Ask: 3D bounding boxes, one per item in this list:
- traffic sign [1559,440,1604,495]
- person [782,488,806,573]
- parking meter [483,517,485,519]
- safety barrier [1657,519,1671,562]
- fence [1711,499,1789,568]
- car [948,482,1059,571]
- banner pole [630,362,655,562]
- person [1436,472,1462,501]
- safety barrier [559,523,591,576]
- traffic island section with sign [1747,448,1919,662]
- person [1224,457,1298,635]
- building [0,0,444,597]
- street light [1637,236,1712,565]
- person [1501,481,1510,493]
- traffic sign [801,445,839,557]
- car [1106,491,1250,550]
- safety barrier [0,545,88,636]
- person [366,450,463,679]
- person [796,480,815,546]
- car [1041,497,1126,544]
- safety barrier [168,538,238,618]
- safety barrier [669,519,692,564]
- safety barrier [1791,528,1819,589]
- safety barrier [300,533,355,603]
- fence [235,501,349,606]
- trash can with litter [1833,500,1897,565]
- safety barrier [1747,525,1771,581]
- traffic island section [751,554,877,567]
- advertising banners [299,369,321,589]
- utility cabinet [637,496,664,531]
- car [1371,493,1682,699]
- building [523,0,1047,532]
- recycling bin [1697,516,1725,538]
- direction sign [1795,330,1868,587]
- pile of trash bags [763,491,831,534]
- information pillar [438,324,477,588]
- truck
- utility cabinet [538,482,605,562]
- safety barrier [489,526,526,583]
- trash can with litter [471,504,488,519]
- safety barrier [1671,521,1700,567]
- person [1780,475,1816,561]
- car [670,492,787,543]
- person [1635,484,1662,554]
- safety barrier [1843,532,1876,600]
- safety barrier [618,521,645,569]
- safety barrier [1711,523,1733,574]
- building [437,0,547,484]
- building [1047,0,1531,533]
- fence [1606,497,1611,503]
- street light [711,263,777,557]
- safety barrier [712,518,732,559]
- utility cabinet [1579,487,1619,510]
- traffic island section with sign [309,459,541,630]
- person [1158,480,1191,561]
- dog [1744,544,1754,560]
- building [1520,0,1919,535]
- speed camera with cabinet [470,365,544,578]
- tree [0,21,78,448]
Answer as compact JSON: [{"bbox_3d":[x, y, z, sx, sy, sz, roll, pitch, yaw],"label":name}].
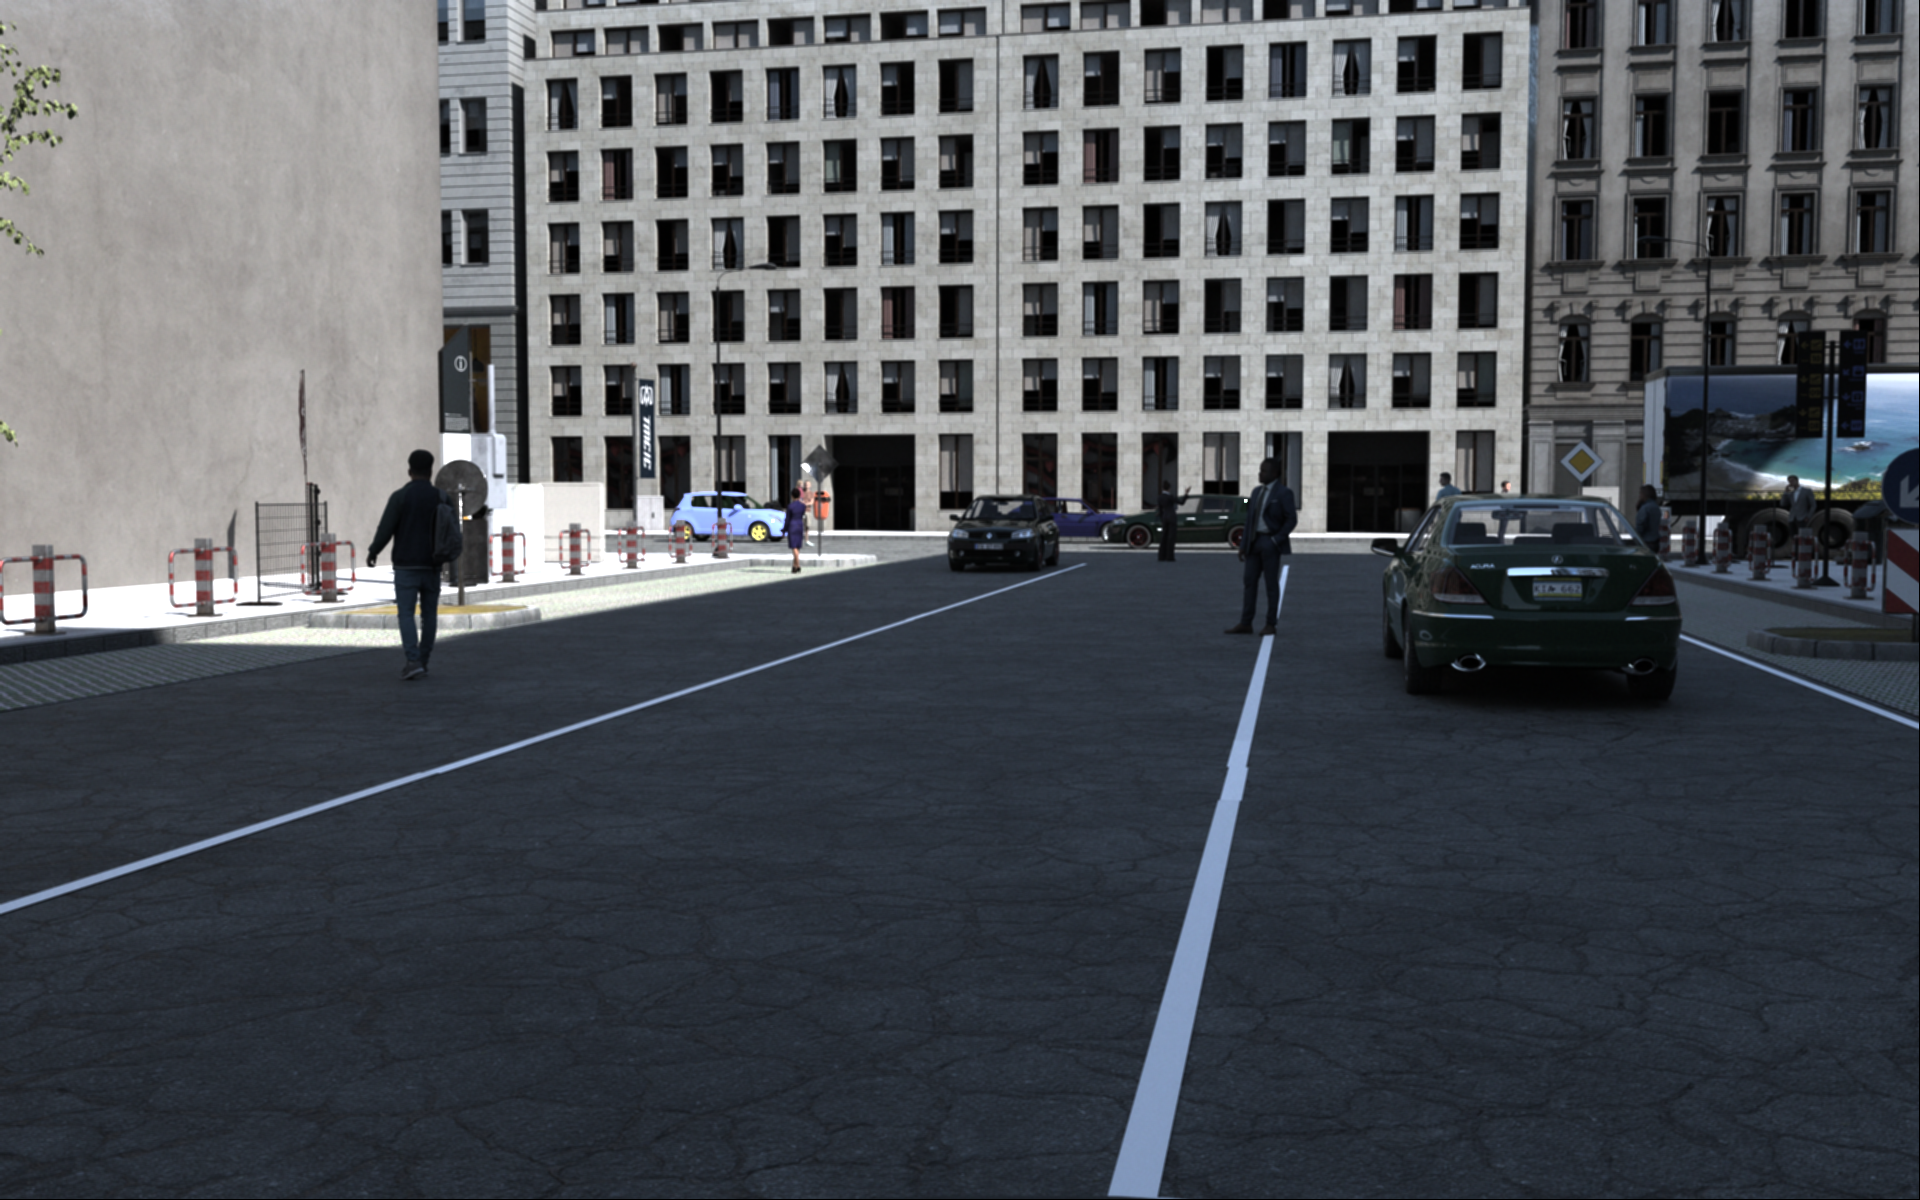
[{"bbox_3d":[11.599,-1.758,32.378,0.795,2.450,0.064,1,4,11],"label":"traffic sign"},{"bbox_3d":[-3.047,-1.248,31.273,0.546,1.535,0.453,3,4,36],"label":"person"},{"bbox_3d":[-8.983,-1.510,33.093,0.372,1.533,0.369,0,3,0],"label":"parking meter"},{"bbox_3d":[13.249,-1.122,32.627,0.300,0.817,1.120,1,4,11],"label":"safety barrier"},{"bbox_3d":[14.205,-1.221,31.161,0.480,1.192,2.264,0,4,3],"label":"fence"},{"bbox_3d":[0.883,-1.448,33.454,2.009,1.686,4.222,1,4,10],"label":"car"},{"bbox_3d":[-6.089,-2.640,33.181,0.401,3.779,0.863,2,4,28],"label":"banner pole"},{"bbox_3d":[9.244,-1.495,32.810,0.638,1.841,0.748,0,4,-1],"label":"person"},{"bbox_3d":[-6.060,-0.795,27.279,0.300,0.817,1.120,1,4,11],"label":"safety barrier"},{"bbox_3d":[8.296,-0.428,15.633,1.989,1.847,2.006,1,4,11],"label":"traffic island section with sign"},{"bbox_3d":[3.099,-0.548,17.646,0.721,1.800,0.419,3,5,44],"label":"person"},{"bbox_3d":[-28.280,-13.547,26.008,34.151,26.468,19.350,1,4,11],"label":"building"},{"bbox_3d":[12.890,-3.593,31.281,1.470,5.913,1.316,1,4,11],"label":"street light"},{"bbox_3d":[13.892,-2.119,43.672,0.750,1.759,0.617,2,4,35],"label":"person"},{"bbox_3d":[-2.861,-1.934,35.258,0.795,2.450,0.064,1,4,11],"label":"traffic sign"},{"bbox_3d":[5.939,-2.170,45.274,4.222,1.686,2.009,1,4,9],"label":"car"},{"bbox_3d":[-8.346,-0.092,15.779,0.300,0.817,1.120,1,4,11],"label":"safety barrier"},{"bbox_3d":[-4.250,-0.292,13.616,0.721,1.781,0.623,3,5,39],"label":"person"},{"bbox_3d":[-4.350,-2.412,47.909,0.573,1.828,0.580,2,4,30],"label":"person"},{"bbox_3d":[3.335,-2.342,50.877,3.894,1.354,1.945,1,4,10],"label":"car"},{"bbox_3d":[-7.885,-0.232,18.073,0.300,0.817,1.120,1,4,11],"label":"safety barrier"},{"bbox_3d":[-5.144,-1.077,31.890,0.300,0.817,1.120,1,4,11],"label":"safety barrier"},{"bbox_3d":[11.419,-0.558,23.405,0.300,0.817,1.120,1,4,11],"label":"safety barrier"},{"bbox_3d":[-7.429,-0.374,20.383,0.300,0.817,1.120,1,4,11],"label":"safety barrier"},{"bbox_3d":[-8.046,-0.595,20.924,0.480,1.192,2.264,0,4,1],"label":"fence"},{"bbox_3d":[16.412,-1.226,31.432,1.055,1.170,0.624,-2,4,-28],"label":"trash can with litter"},{"bbox_3d":[11.875,-0.700,25.717,0.300,0.817,1.120,1,4,11],"label":"safety barrier"},{"bbox_3d":[-2.885,-0.798,35.325,2.009,0.180,2.903,1,4,11],"label":"traffic island section"},{"bbox_3d":[-8.976,-1.695,23.901,0.090,3.025,2.074,-2,4,-25],"label":"advertising banners"},{"bbox_3d":[-10.755,-2.974,59.787,1.020,1.237,0.306,0,4,2],"label":"utility cabinet"},{"bbox_3d":[4.358,-0.114,13.658,2.131,1.459,4.920,1,4,11],"label":"car"},{"bbox_3d":[-5.996,-12.819,64.345,16.860,20.320,10.420,1,4,11],"label":"building"},{"bbox_3d":[22.206,-2.365,51.220,0.722,1.027,0.722,2,4,25],"label":"recycling bin"},{"bbox_3d":[12.089,-1.963,24.093,0.876,3.537,0.379,1,4,15],"label":"direction sign"},{"bbox_3d":[-5.886,-2.828,55.987,3.447,1.369,1.912,0,4,4],"label":"pile of trash bags"},{"bbox_3d":[-6.915,-1.983,23.771,0.183,3.616,0.504,2,4,31],"label":"information pillar"},{"bbox_3d":[21.155,-3.009,38.106,11.283,4.237,2.839,1,4,11],"label":"truck"},{"bbox_3d":[-7.216,-1.440,32.224,1.173,1.500,0.318,0,4,8],"label":"utility cabinet"},{"bbox_3d":[-6.518,-0.655,24.977,0.300,0.817,1.120,1,4,11],"label":"safety barrier"},{"bbox_3d":[-7.380,-0.873,25.661,0.624,1.170,1.055,-2,4,-32],"label":"trash can with litter"},{"bbox_3d":[12.789,-0.982,30.333,0.300,0.817,1.120,1,4,11],"label":"safety barrier"},{"bbox_3d":[16.541,-1.560,34.195,0.473,1.802,0.592,-1,4,-19],"label":"person"},{"bbox_3d":[-6.836,-2.605,52.186,3.694,1.707,1.945,1,4,12],"label":"car"},{"bbox_3d":[8.629,-0.683,21.882,0.499,1.552,0.429,-1,4,-15],"label":"person"},{"bbox_3d":[10.957,-0.417,21.094,0.300,0.817,1.120,1,4,11],"label":"safety barrier"},{"bbox_3d":[-5.604,-0.936,29.574,0.300,0.817,1.120,1,4,11],"label":"safety barrier"},{"bbox_3d":[12.332,-0.841,28.018,0.300,0.817,1.120,1,4,11],"label":"safety barrier"},{"bbox_3d":[-29.252,-17.829,68.996,29.804,29.767,11.434,1,4,11],"label":"building"},{"bbox_3d":[10.536,-12.617,61.041,16.860,20.320,10.420,1,4,11],"label":"building"},{"bbox_3d":[19.163,-2.477,51.701,0.480,1.192,2.264,2,4,34],"label":"fence"},{"bbox_3d":[-4.374,-3.826,35.093,1.470,5.913,1.316,1,4,11],"label":"street light"},{"bbox_3d":[-4.690,-1.218,34.185,0.300,0.817,1.120,1,4,11],"label":"safety barrier"},{"bbox_3d":[19.927,-2.775,54.052,1.173,1.500,0.318,1,4,21],"label":"utility cabinet"},{"bbox_3d":[-5.764,-0.642,19.132,1.989,1.847,2.006,1,4,11],"label":"traffic island section with sign"},{"bbox_3d":[4.573,-1.693,36.976,0.742,1.727,0.445,1,4,15],"label":"person"},{"bbox_3d":[16.759,-0.994,36.451,0.748,0.427,0.550,0,4,-5],"label":"dog"},{"bbox_3d":[27.769,-12.751,57.637,18.267,20.994,9.793,1,4,11],"label":"building"},{"bbox_3d":[-7.241,-2.014,27.266,0.660,3.252,2.038,1,4,10],"label":"speed camera with cabinet"},{"bbox_3d":[-10.625,-4.065,16.827,4.737,8.622,4.395,0,3,0],"label":"tree"}]
